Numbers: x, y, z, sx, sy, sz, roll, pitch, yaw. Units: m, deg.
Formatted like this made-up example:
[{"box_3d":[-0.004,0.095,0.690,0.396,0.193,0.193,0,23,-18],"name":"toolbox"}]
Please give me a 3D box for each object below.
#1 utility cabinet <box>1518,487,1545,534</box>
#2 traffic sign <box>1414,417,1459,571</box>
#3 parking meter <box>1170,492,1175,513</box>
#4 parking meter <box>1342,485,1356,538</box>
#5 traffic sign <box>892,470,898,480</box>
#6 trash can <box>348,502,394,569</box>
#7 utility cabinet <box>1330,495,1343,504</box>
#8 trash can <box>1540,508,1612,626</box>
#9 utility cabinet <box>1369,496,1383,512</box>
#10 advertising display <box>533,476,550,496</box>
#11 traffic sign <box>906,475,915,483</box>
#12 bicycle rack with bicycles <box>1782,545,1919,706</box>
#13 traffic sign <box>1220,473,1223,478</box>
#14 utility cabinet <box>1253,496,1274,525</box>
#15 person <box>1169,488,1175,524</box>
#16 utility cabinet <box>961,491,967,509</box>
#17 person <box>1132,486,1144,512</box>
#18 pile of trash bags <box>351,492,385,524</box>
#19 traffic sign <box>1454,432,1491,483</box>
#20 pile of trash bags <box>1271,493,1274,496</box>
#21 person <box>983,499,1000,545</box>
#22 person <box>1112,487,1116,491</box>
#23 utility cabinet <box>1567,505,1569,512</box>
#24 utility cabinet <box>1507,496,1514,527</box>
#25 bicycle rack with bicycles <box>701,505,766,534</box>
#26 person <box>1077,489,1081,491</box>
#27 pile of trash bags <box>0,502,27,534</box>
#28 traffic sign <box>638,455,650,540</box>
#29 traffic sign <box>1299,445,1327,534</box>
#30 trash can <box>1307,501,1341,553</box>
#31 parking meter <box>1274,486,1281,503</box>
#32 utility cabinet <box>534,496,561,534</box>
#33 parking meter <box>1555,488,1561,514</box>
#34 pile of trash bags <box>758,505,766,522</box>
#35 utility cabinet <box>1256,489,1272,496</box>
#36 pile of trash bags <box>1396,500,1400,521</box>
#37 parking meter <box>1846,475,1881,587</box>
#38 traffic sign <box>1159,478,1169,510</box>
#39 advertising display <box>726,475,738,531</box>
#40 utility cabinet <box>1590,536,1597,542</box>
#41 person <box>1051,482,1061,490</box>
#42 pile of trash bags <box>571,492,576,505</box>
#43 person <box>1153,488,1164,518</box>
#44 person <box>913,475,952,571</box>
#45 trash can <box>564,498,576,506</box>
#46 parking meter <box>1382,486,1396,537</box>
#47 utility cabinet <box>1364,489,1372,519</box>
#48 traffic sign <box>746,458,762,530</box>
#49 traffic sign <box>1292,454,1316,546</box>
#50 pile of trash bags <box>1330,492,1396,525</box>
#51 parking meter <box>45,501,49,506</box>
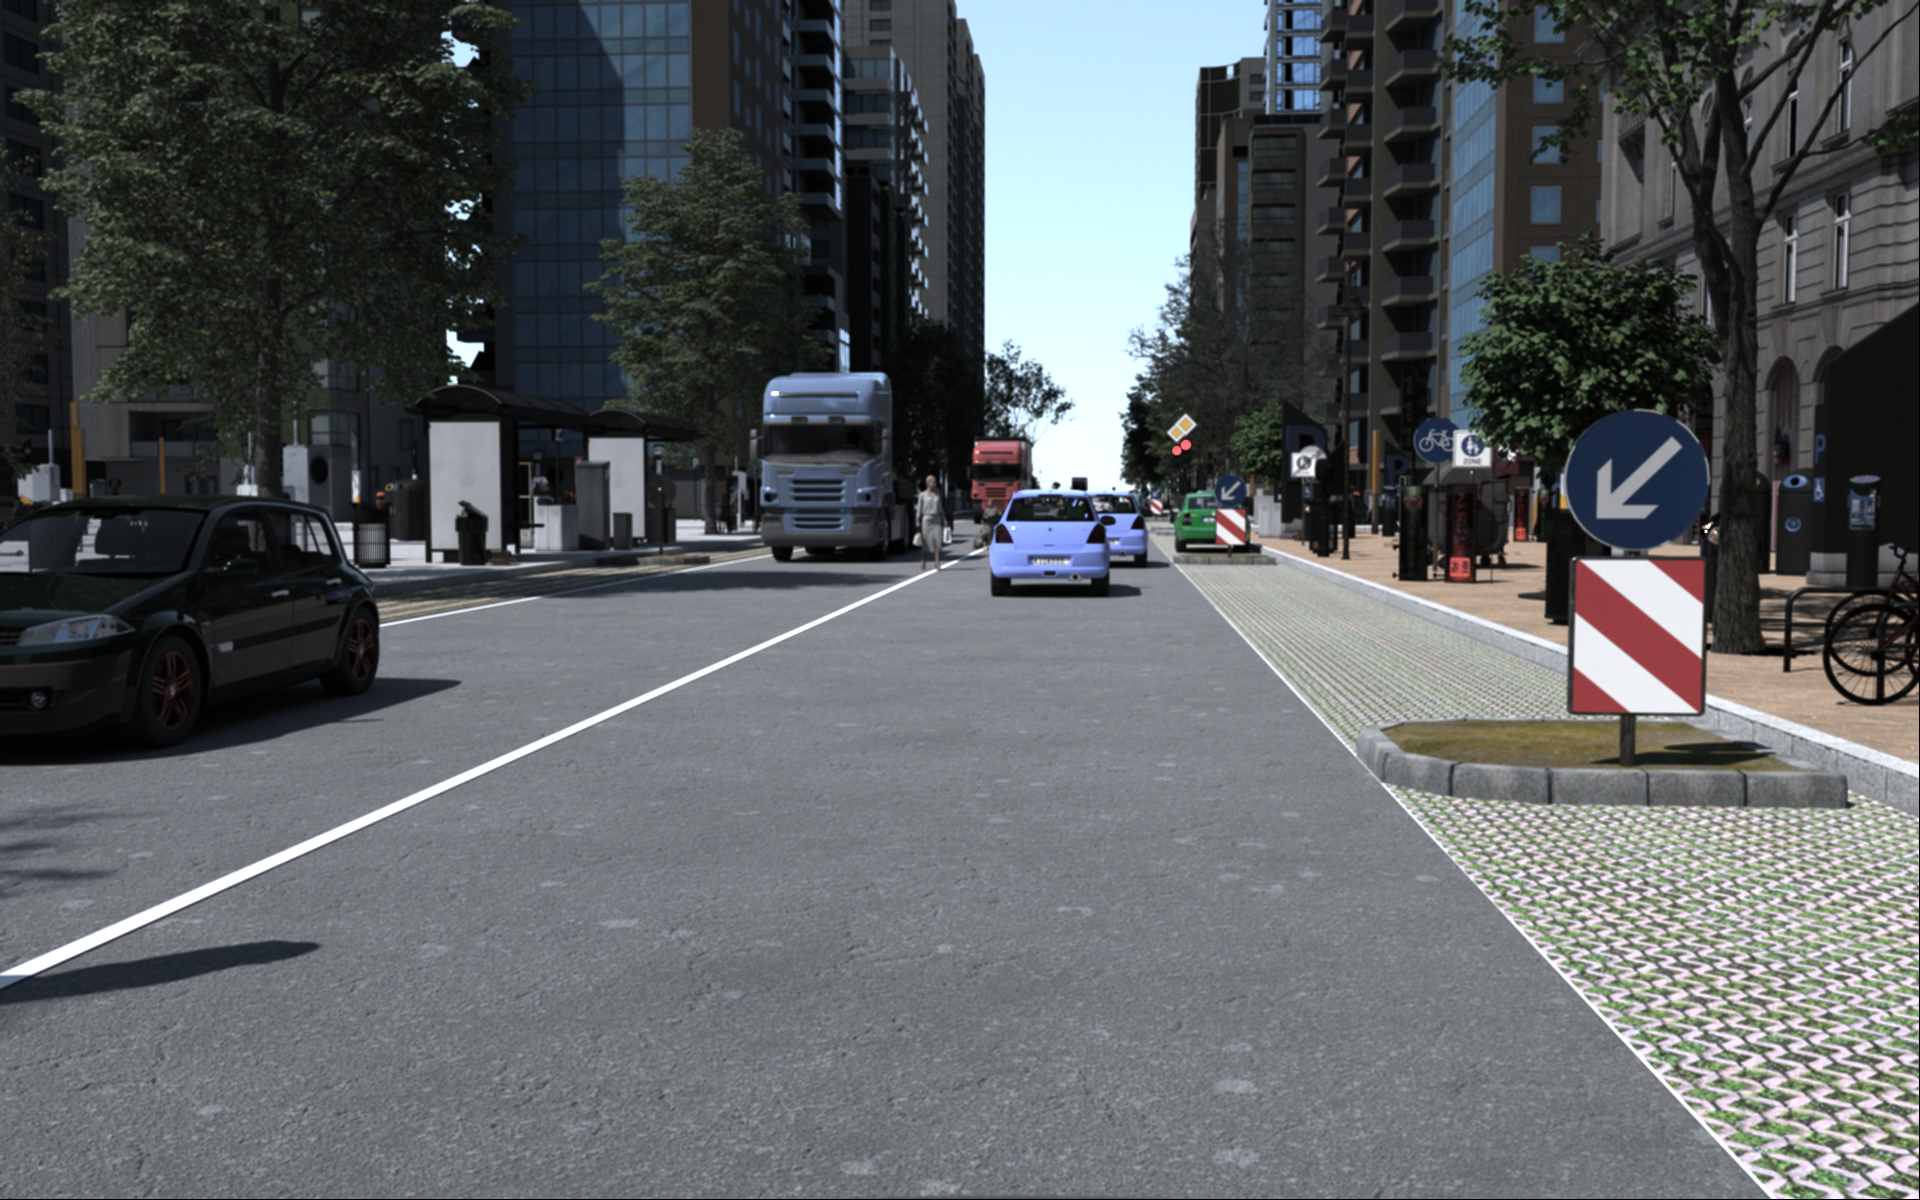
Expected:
[{"box_3d":[18.178,-2.830,54.956,1.173,1.500,0.318,-1,4,-18],"name":"utility cabinet"},{"box_3d":[7.903,-1.750,28.725,0.768,2.556,0.104,1,4,11],"name":"traffic sign"},{"box_3d":[14.625,-6.777,119.222,0.372,1.533,0.369,0,3,0],"name":"parking meter"},{"box_3d":[11.290,-2.560,50.261,0.372,1.533,0.369,0,3,0],"name":"parking meter"},{"box_3d":[-3.644,-5.713,93.409,0.884,2.594,0.081,1,4,10],"name":"traffic sign"},{"box_3d":[-10.168,-1.118,29.928,0.748,1.137,0.748,0,3,0],"name":"trash can"},{"box_3d":[17.910,-4.421,83.439,1.020,1.237,0.306,-1,4,-15],"name":"utility cabinet"},{"box_3d":[6.074,-0.327,17.008,0.748,1.137,0.748,0,3,0],"name":"trash can"},{"box_3d":[18.066,-3.871,74.452,1.020,1.237,0.306,-2,4,-29],"name":"utility cabinet"},{"box_3d":[-14.968,-3.441,61.471,0.123,1.923,0.974,3,4,38],"name":"advertising display"},{"box_3d":[-3.427,-7.095,116.105,0.768,2.556,0.104,1,4,14],"name":"traffic sign"},{"box_3d":[6.843,0.127,11.311,2.925,0.926,2.852,1,4,9],"name":"bicycle rack with bicycles"},{"box_3d":[14.146,-5.826,95.361,0.768,2.556,0.104,1,4,9],"name":"traffic sign"},{"box_3d":[12.615,-3.679,71.317,1.020,1.237,0.306,1,4,15],"name":"utility cabinet"},{"box_3d":[10.303,-4.583,83.617,0.473,1.802,0.592,1,4,10],"name":"person"},{"box_3d":[0.335,-8.254,143.637,0.318,1.500,1.173,-1,4,-13],"name":"utility cabinet"},{"box_3d":[8.659,-4.647,84.499,0.660,1.820,0.620,0,4,3],"name":"person"},{"box_3d":[-24.823,-3.921,73.865,1.912,1.369,3.447,-2,4,-25],"name":"pile of trash bags"},{"box_3d":[8.241,-1.577,27.909,0.606,2.300,0.079,0,4,6],"name":"traffic sign"},{"box_3d":[17.378,-5.046,92.250,3.447,1.369,1.912,-3,5,-40],"name":"pile of trash bags"},{"box_3d":[0.896,-2.199,48.725,0.475,1.303,0.640,0,4,-7],"name":"person"},{"box_3d":[9.100,-5.795,103.028,0.659,1.850,0.755,2,4,33],"name":"person"},{"box_3d":[19.554,-2.642,54.351,0.306,1.237,1.020,-3,4,-37],"name":"utility cabinet"},{"box_3d":[21.339,-3.475,67.979,0.306,1.237,1.020,-1,4,-17],"name":"utility cabinet"},{"box_3d":[-7.205,-2.632,56.414,2.852,0.926,2.925,0,4,0],"name":"bicycle rack with bicycles"},{"box_3d":[9.293,-7.743,135.075,0.580,1.828,0.573,3,5,42],"name":"person"},{"box_3d":[-26.234,-2.308,47.484,1.912,1.369,3.447,3,5,43],"name":"pile of trash bags"},{"box_3d":[-8.993,-2.943,48.219,0.768,2.556,0.104,0,4,7],"name":"traffic sign"},{"box_3d":[9.186,-2.763,45.275,0.768,2.556,0.104,1,4,11],"name":"traffic sign"},{"box_3d":[7.890,-1.585,37.575,0.748,1.137,0.748,0,3,0],"name":"trash can"},{"box_3d":[9.749,-2.713,52.763,0.372,1.533,0.369,0,3,0],"name":"parking meter"},{"box_3d":[-13.468,-2.766,56.390,0.306,1.237,1.020,2,4,30],"name":"utility cabinet"},{"box_3d":[24.444,-3.800,70.535,0.372,1.533,0.369,0,3,0],"name":"parking meter"},{"box_3d":[-8.096,-4.223,78.799,1.912,1.369,3.447,-1,4,-19],"name":"pile of trash bags"},{"box_3d":[12.951,-3.980,73.750,0.318,1.500,1.173,2,4,28],"name":"utility cabinet"},{"box_3d":[20.227,-4.446,82.437,3.447,1.369,1.912,0,4,6],"name":"pile of trash bags"},{"box_3d":[11.790,-0.868,22.606,0.372,1.533,0.369,0,3,0],"name":"parking meter"},{"box_3d":[16.382,-8.497,139.034,0.768,2.556,0.104,1,4,12],"name":"traffic sign"},{"box_3d":[-7.892,-3.357,60.102,0.123,1.923,0.974,1,4,10],"name":"advertising display"},{"box_3d":[17.074,-2.180,46.804,0.306,1.237,1.020,3,5,42],"name":"utility cabinet"},{"box_3d":[2.703,-2.528,50.172,0.374,1.781,0.599,-3,4,-36],"name":"person"},{"box_3d":[-19.594,-4.394,81.587,3.447,1.369,1.912,-1,4,-19],"name":"pile of trash bags"},{"box_3d":[11.092,-5.380,96.639,0.728,1.800,0.709,-1,4,-18],"name":"person"},{"box_3d":[-0.526,-1.451,32.582,0.694,1.780,0.624,-1,4,-9],"name":"person"},{"box_3d":[-15.566,-3.546,69.629,0.748,1.137,0.748,0,3,0],"name":"trash can"},{"box_3d":[12.934,-2.680,52.228,0.372,1.533,0.369,0,3,0],"name":"parking meter"},{"box_3d":[18.774,-4.344,79.711,0.318,1.500,1.173,1,4,8],"name":"utility cabinet"},{"box_3d":[-7.138,-3.700,60.606,0.768,2.556,0.104,1,4,11],"name":"traffic sign"},{"box_3d":[8.551,-2.506,43.096,0.606,2.300,0.079,1,4,14],"name":"traffic sign"},{"box_3d":[15.956,-3.797,71.840,3.447,1.369,1.912,-2,4,-24],"name":"pile of trash bags"},{"box_3d":[-42.478,-4.589,80.749,0.399,1.863,0.255,3,4,36],"name":"parking meter"}]
